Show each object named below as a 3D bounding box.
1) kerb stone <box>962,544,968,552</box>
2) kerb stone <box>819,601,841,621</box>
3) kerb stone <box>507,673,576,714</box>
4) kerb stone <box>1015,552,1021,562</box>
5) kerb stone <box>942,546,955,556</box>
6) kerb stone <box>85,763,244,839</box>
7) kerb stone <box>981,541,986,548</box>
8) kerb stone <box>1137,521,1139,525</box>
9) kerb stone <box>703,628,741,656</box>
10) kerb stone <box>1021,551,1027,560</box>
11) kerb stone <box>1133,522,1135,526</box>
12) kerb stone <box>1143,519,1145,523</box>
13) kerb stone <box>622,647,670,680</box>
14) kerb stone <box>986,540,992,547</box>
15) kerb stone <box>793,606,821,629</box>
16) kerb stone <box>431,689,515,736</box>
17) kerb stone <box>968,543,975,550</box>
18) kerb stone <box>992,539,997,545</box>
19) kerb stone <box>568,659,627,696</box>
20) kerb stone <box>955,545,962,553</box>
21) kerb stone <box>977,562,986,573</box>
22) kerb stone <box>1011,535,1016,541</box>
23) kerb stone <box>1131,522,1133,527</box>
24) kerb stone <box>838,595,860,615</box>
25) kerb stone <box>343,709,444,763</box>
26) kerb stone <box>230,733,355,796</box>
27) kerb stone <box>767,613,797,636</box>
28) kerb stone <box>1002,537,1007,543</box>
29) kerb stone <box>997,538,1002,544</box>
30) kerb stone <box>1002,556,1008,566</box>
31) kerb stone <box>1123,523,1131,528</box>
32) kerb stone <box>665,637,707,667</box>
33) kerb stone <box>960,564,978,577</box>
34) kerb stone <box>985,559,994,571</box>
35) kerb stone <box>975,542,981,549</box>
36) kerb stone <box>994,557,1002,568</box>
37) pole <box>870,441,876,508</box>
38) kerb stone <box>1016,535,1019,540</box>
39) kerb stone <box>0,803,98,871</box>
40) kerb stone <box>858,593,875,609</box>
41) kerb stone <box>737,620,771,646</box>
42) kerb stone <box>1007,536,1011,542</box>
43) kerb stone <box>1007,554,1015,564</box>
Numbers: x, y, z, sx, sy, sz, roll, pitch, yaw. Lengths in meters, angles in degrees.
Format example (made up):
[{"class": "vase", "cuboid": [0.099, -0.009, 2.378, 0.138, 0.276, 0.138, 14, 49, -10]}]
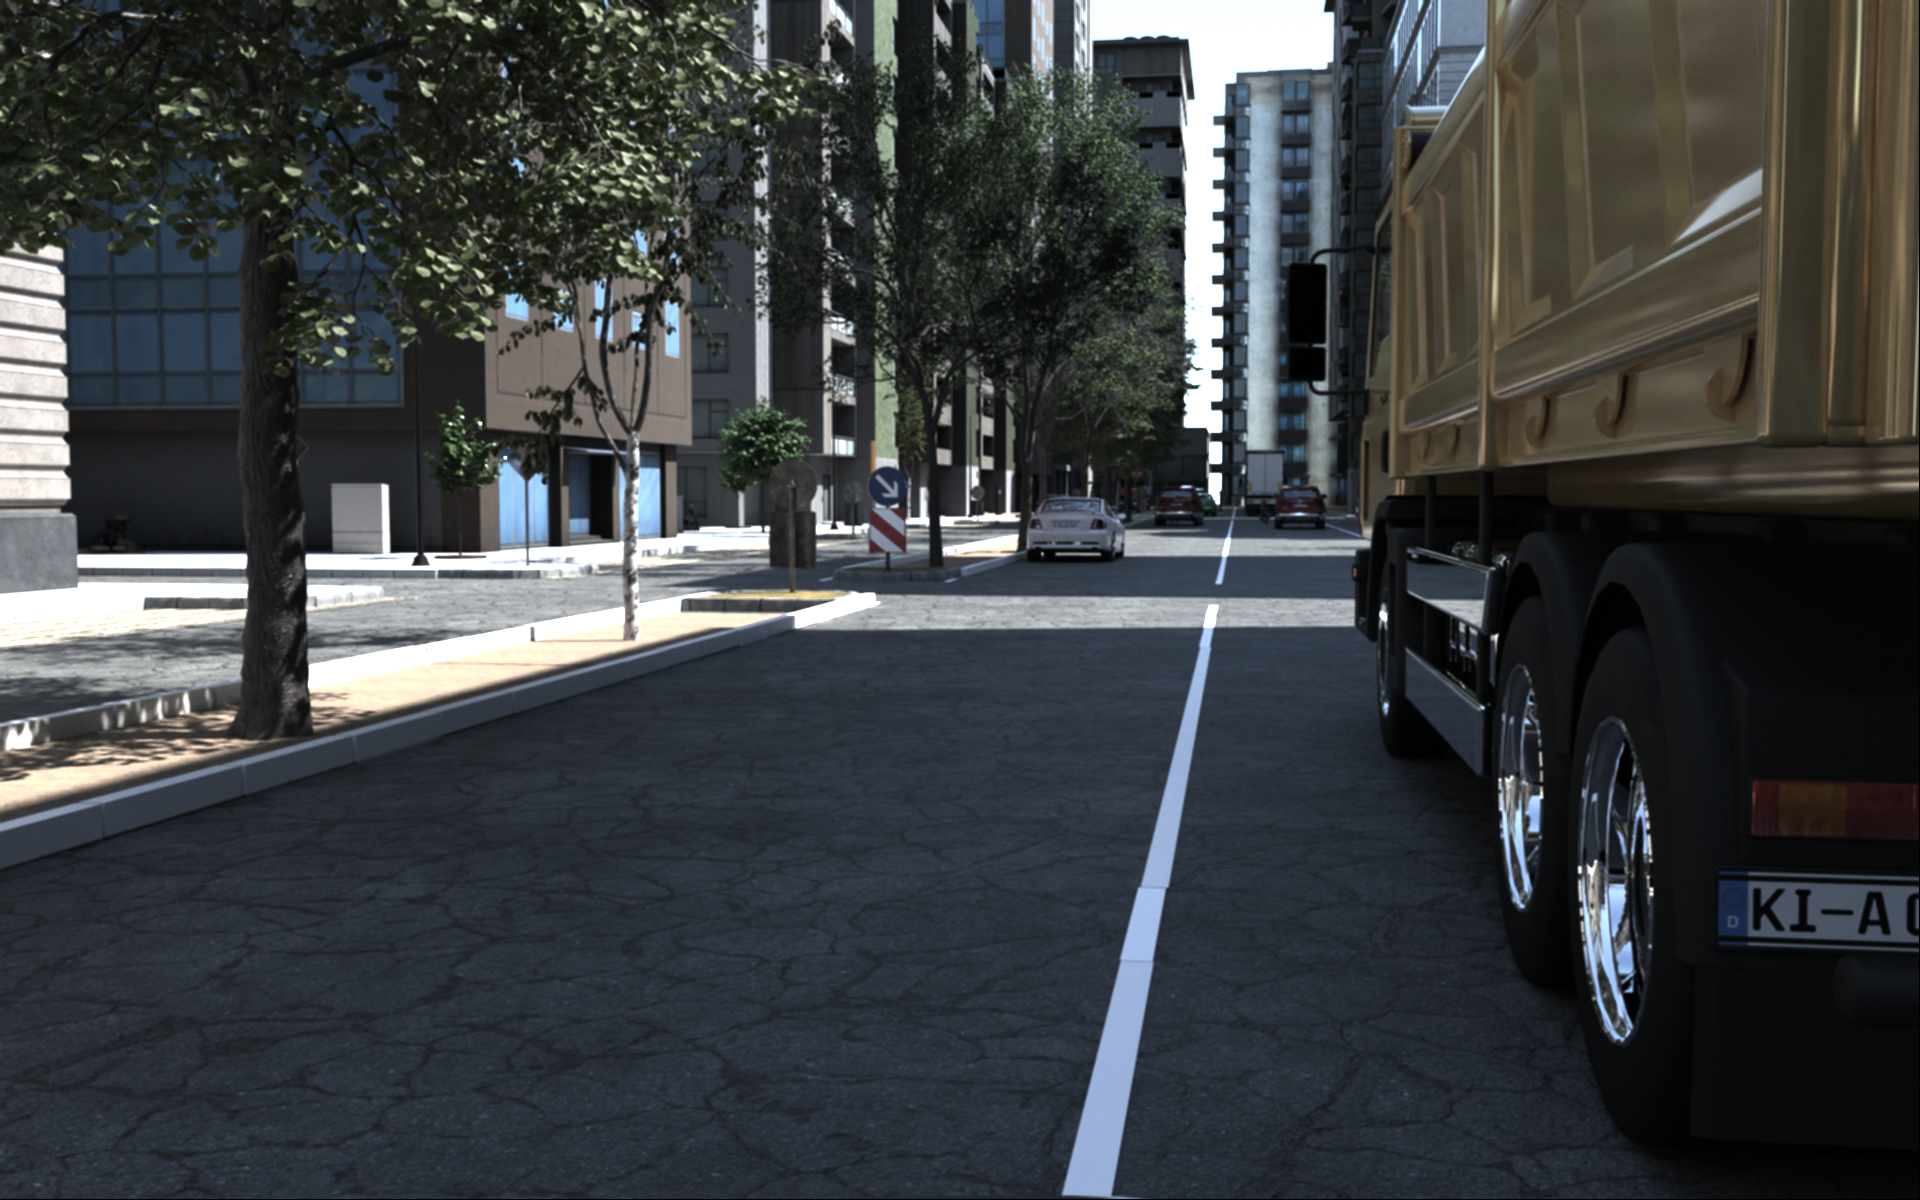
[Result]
[{"class": "kerb stone", "cuboid": [0.011, -1.269, 42.946, 0.120, 0.150, 1.000, 1, 4, 9]}, {"class": "kerb stone", "cuboid": [-1.563, 0.141, 19.882, 0.120, 0.150, 1.000, 1, 4, 9]}, {"class": "kerb stone", "cuboid": [-2.872, 0.639, 11.754, 0.120, 0.150, 1.000, 1, 4, 9]}, {"class": "kerb stone", "cuboid": [1.108, -0.877, 36.557, 0.120, 0.150, 1.000, 1, 4, 9]}, {"class": "kerb stone", "cuboid": [-0.312, -1.145, 40.927, 0.120, 0.150, 1.000, 1, 4, 9]}, {"class": "kerb stone", "cuboid": [-3.531, 0.887, 7.695, 0.120, 0.150, 1.000, 1, 4, 9]}, {"class": "kerb stone", "cuboid": [0.504, -1.455, 45.976, 0.120, 0.150, 1.000, 1, 4, 9]}, {"class": "kerb stone", "cuboid": [7.948, -3.479, 79.079, 0.120, 0.150, 1.000, 1, 4, 9]}, {"class": "kerb stone", "cuboid": [-2.226, 0.393, 15.814, 0.120, 0.150, 1.000, 1, 4, 9]}, {"class": "kerb stone", "cuboid": [1.275, -0.940, 37.566, 0.120, 0.150, 1.000, 1, 4, 9]}, {"class": "kerb stone", "cuboid": [7.463, -3.294, 76.045, 0.120, 0.150, 1.000, 1, 4, 9]}, {"class": "kerb stone", "cuboid": [8.758, -3.790, 84.160, 0.120, 0.150, 1.000, 1, 4, 9]}, {"class": "kerb stone", "cuboid": [-2.545, 0.517, 13.777, 0.120, 0.150, 1.000, 1, 4, 9]}, {"class": "kerb stone", "cuboid": [0.667, -1.513, 46.986, 0.120, 0.150, 1.000, 1, 4, 9]}, {"class": "kerb stone", "cuboid": [-1.725, 0.204, 18.865, 0.120, 0.150, 1.000, 1, 4, 9]}, {"class": "kerb stone", "cuboid": [-3.040, 0.701, 10.740, 0.120, 0.150, 1.000, 1, 4, 9]}, {"class": "kerb stone", "cuboid": [0.182, -1.329, 43.957, 0.120, 0.150, 1.000, 1, 4, 9]}, {"class": "kerb stone", "cuboid": [0.827, -1.578, 47.995, 0.120, 0.150, 1.000, 1, 4, 9]}, {"class": "kerb stone", "cuboid": [-2.708, 0.577, 12.768, 0.120, 0.150, 1.000, 1, 4, 9]}, {"class": "kerb stone", "cuboid": [-0.146, -1.207, 41.936, 0.120, 0.150, 1.000, 1, 4, 9]}, {"class": "kerb stone", "cuboid": [0.293, -0.568, 31.490, 0.120, 0.150, 1.000, 1, 4, 9]}, {"class": "kerb stone", "cuboid": [1.482, -1.824, 52.032, 0.120, 0.150, 1.000, 1, 4, 9]}, {"class": "kerb stone", "cuboid": [7.300, -3.231, 75.029, 0.120, 0.150, 1.000, 1, 4, 9]}, {"class": "kerb stone", "cuboid": [-1.407, 0.080, 20.894, 0.120, 0.150, 1.000, 1, 4, 9]}, {"class": "kerb stone", "cuboid": [-3.192, 0.763, 9.720, 0.120, 0.150, 1.000, 1, 4, 9]}, {"class": "kerb stone", "cuboid": [-3.361, 0.826, 8.703, 0.120, 0.150, 1.000, 1, 4, 9]}, {"class": "kerb stone", "cuboid": [-1.891, 0.267, 17.839, 0.120, 0.150, 1.000, 1, 4, 9]}, {"class": "kerb stone", "cuboid": [1.149, -1.698, 50.015, 0.120, 0.150, 1.000, 1, 4, 9]}, {"class": "kerb stone", "cuboid": [0.985, -1.636, 49.006, 0.120, 0.150, 1.000, 1, 4, 9]}, {"class": "kerb stone", "cuboid": [0.784, -0.754, 34.531, 0.120, 0.150, 1.000, 1, 4, 9]}, {"class": "kerb stone", "cuboid": [7.130, -3.169, 74.016, 0.120, 0.150, 1.000, 1, 4, 9]}, {"class": "kerb stone", "cuboid": [-2.389, 0.453, 14.794, 0.120, 0.150, 1.000, 1, 4, 9]}, {"class": "kerb stone", "cuboid": [0.140, -0.505, 30.480, 0.120, 0.150, 1.000, 1, 4, 9]}, {"class": "kerb stone", "cuboid": [0.457, -0.631, 32.508, 0.120, 0.150, 1.000, 1, 4, 9]}, {"class": "kerb stone", "cuboid": [0.338, -1.393, 44.967, 0.120, 0.150, 1.000, 1, 4, 9]}, {"class": "kerb stone", "cuboid": [0.628, -0.691, 33.516, 0.120, 0.150, 1.000, 1, 4, 9]}, {"class": "pole", "cuboid": [-3.342, -4.441, 66.454, 0.158, 3.312, 0.155, 0, 3, 0]}, {"class": "kerb stone", "cuboid": [1.635, -1.887, 53.054, 0.120, 0.150, 1.000, 1, 4, 9]}, {"class": "kerb stone", "cuboid": [-3.689, 0.949, 6.686, 0.120, 0.150, 1.000, 1, 4, 9]}, {"class": "kerb stone", "cuboid": [-1.239, 0.018, 21.906, 0.120, 0.150, 1.000, 1, 4, 9]}, {"class": "kerb stone", "cuboid": [-2.052, 0.328, 16.826, 0.120, 0.150, 1.000, 1, 4, 9]}, {"class": "kerb stone", "cuboid": [1.310, -1.763, 51.024, 0.120, 0.150, 1.000, 1, 4, 9]}, {"class": "kerb stone", "cuboid": [0.950, -0.816, 35.544, 0.120, 0.150, 1.000, 1, 4, 9]}]
